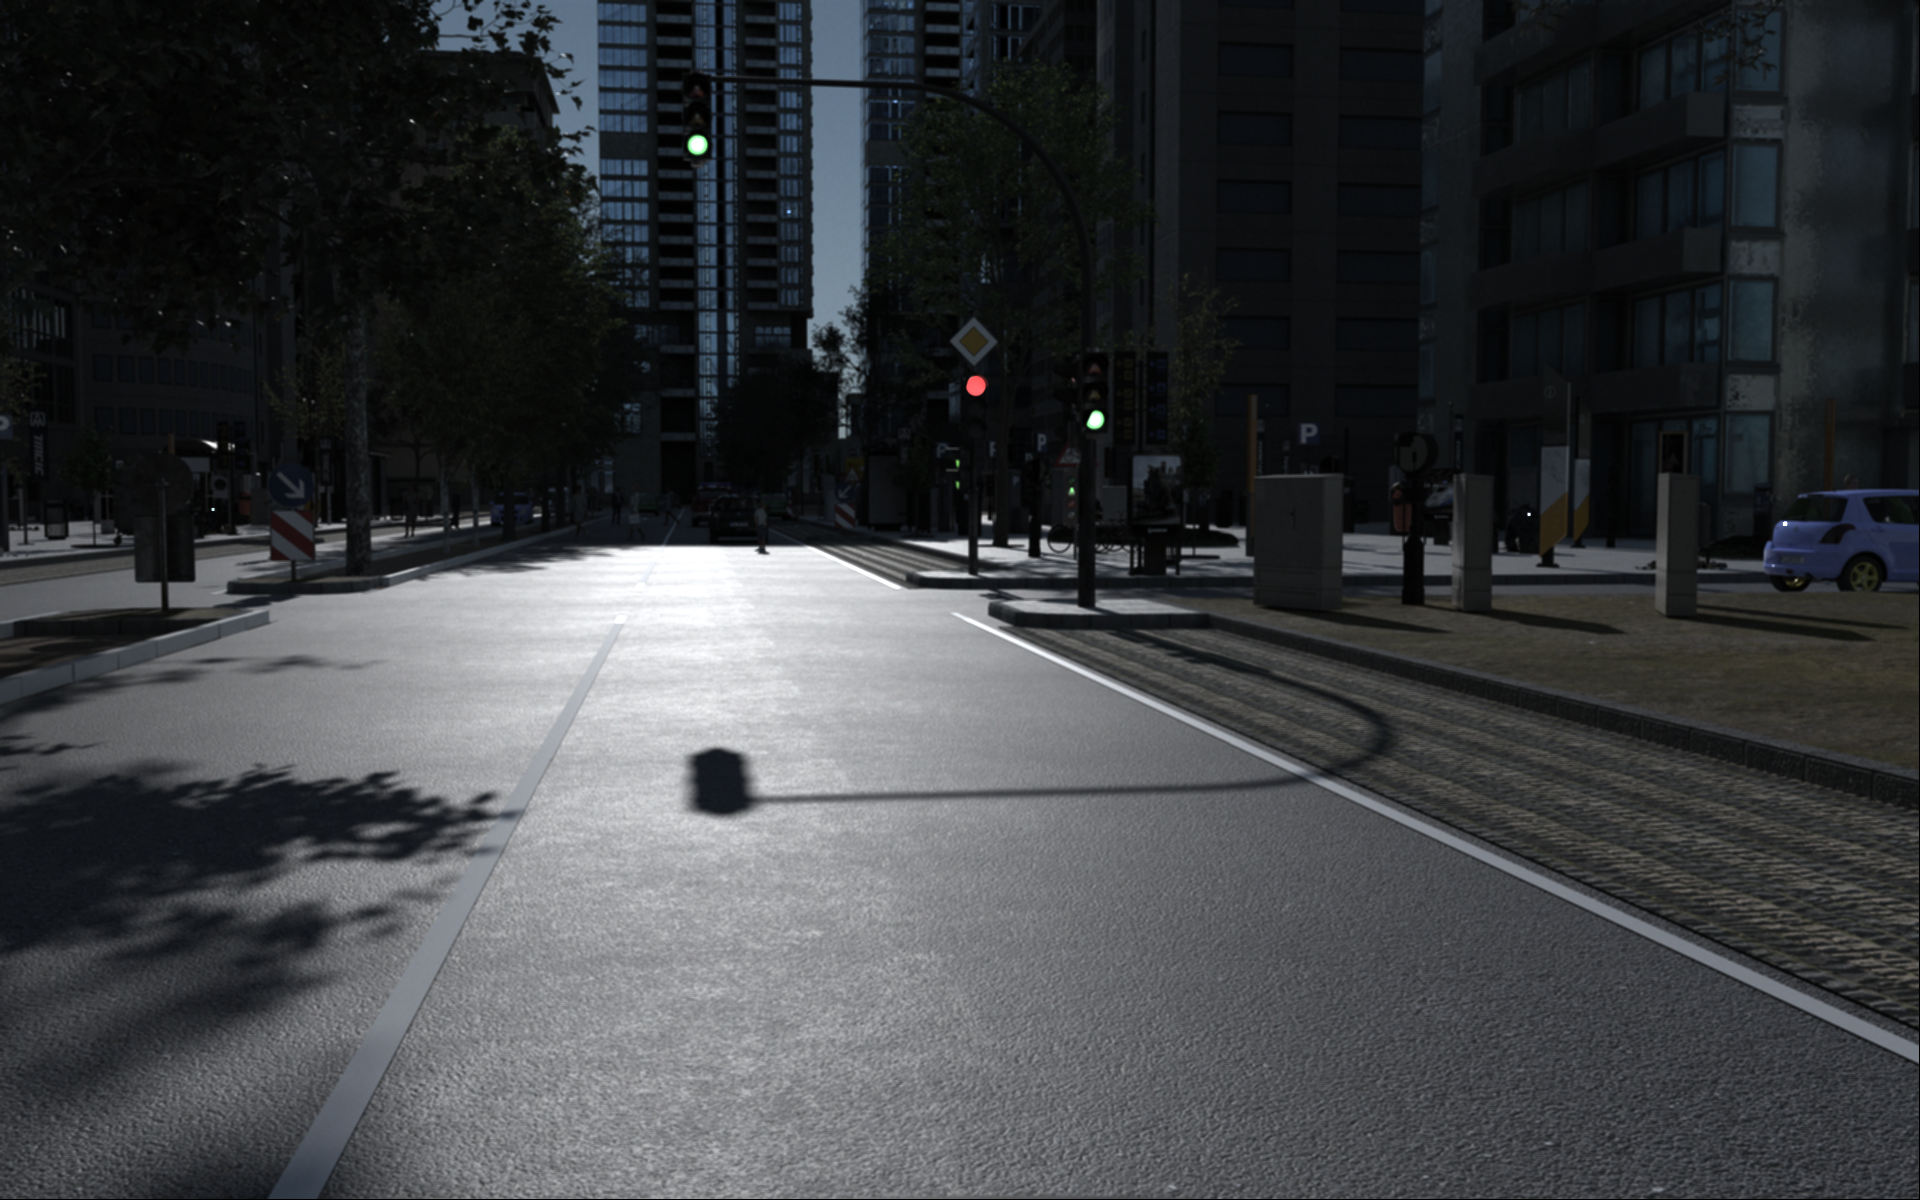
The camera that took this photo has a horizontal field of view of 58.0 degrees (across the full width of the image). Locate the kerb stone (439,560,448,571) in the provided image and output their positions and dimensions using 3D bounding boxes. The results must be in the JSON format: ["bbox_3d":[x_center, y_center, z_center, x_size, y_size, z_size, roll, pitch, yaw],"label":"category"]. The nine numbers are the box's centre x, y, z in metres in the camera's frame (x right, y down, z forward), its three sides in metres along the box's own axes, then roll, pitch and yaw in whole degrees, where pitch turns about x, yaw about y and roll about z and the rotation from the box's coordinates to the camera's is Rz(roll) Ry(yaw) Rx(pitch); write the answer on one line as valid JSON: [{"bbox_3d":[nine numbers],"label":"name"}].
[{"bbox_3d":[-9.756,-0.622,32.370,0.120,0.150,1.000,-1,4,-9],"label":"kerb stone"}]

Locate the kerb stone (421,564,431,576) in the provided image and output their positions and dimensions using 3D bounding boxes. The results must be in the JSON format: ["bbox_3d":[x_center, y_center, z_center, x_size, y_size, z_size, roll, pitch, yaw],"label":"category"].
[{"bbox_3d":[-9.440,-0.498,30.334,0.120,0.150,1.000,-1,4,-9],"label":"kerb stone"}]

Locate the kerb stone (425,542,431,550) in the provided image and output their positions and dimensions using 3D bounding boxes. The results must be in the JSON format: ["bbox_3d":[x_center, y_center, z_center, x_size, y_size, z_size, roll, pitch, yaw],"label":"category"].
[{"bbox_3d":[-13.702,-1.345,44.181,0.120,0.150,1.000,-1,4,-9],"label":"kerb stone"}]

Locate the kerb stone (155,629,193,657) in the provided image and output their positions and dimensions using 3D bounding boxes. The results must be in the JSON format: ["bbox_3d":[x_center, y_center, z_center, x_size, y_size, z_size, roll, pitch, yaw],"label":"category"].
[{"bbox_3d":[-7.160,0.401,15.640,0.120,0.150,1.000,-1,4,-9],"label":"kerb stone"}]

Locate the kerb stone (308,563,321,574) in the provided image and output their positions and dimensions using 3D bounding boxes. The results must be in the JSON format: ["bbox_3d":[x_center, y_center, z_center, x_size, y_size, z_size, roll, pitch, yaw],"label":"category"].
[{"bbox_3d":[-11.665,-0.539,31.014,0.120,0.150,1.000,-1,4,-9],"label":"kerb stone"}]

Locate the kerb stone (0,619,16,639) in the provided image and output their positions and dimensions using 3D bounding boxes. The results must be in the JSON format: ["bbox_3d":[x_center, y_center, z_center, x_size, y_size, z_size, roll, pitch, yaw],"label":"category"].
[{"bbox_3d":[-9.545,0.297,17.334,0.120,0.150,1.000,-1,4,-9],"label":"kerb stone"}]

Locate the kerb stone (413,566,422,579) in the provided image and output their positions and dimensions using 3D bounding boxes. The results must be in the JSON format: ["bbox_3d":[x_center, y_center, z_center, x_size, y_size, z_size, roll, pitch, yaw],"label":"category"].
[{"bbox_3d":[-9.285,-0.434,29.313,0.120,0.150,1.000,-1,4,-9],"label":"kerb stone"}]

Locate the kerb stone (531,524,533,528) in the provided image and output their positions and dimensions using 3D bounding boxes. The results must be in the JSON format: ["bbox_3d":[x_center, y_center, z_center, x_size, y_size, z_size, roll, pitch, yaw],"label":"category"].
[{"bbox_3d":[-18.087,-3.081,72.564,0.120,0.150,1.000,-1,4,-9],"label":"kerb stone"}]

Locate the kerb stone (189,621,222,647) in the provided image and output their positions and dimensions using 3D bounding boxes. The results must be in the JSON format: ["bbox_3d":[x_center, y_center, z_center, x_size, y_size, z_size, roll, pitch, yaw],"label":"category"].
[{"bbox_3d":[-7.323,0.342,16.650,0.120,0.150,1.000,-1,4,-9],"label":"kerb stone"}]

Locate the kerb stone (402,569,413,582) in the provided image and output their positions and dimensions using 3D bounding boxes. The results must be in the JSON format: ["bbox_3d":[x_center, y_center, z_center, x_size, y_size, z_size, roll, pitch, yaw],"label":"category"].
[{"bbox_3d":[-9.121,-0.373,28.298,0.120,0.150,1.000,-1,4,-9],"label":"kerb stone"}]

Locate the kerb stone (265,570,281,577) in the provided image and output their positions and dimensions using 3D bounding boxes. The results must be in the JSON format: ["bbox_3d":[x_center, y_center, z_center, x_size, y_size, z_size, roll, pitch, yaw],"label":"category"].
[{"bbox_3d":[-11.202,-0.354,27.982,0.120,0.150,1.000,-1,4,-9],"label":"kerb stone"}]

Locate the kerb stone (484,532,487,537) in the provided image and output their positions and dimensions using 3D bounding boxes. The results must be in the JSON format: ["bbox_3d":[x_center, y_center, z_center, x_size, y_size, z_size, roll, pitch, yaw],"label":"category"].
[{"bbox_3d":[-15.589,-2.085,56.356,0.120,0.150,1.000,-1,4,-9],"label":"kerb stone"}]

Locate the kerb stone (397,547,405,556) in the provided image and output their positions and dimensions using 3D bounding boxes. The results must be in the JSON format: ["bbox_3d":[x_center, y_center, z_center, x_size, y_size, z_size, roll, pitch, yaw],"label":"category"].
[{"bbox_3d":[-13.073,-1.097,40.129,0.120,0.150,1.000,-1,4,-9],"label":"kerb stone"}]

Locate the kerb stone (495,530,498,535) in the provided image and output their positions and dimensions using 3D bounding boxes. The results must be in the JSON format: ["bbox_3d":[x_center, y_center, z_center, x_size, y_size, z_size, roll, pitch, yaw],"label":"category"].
[{"bbox_3d":[-16.051,-2.275,59.391,0.120,0.150,1.000,-1,4,-9],"label":"kerb stone"}]

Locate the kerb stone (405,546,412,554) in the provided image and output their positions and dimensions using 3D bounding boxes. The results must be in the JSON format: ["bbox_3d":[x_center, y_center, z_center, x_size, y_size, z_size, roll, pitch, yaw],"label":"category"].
[{"bbox_3d":[-13.229,-1.158,41.143,0.120,0.150,1.000,-1,4,-9],"label":"kerb stone"}]

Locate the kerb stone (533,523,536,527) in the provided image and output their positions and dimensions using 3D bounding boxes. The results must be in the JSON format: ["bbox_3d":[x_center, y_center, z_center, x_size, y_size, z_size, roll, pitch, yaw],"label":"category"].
[{"bbox_3d":[-18.244,-3.143,73.587,0.120,0.150,1.000,-1,4,-9],"label":"kerb stone"}]

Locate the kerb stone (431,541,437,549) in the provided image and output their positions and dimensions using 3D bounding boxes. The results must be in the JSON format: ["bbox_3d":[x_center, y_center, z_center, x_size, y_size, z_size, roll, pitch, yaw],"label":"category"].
[{"bbox_3d":[-13.859,-1.407,45.204,0.120,0.150,1.000,-1,4,-9],"label":"kerb stone"}]

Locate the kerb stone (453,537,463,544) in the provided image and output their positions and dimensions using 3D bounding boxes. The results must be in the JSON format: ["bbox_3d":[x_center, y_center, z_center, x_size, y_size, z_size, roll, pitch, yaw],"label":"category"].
[{"bbox_3d":[-14.635,-1.716,50.264,0.120,0.150,1.000,-1,4,-9],"label":"kerb stone"}]

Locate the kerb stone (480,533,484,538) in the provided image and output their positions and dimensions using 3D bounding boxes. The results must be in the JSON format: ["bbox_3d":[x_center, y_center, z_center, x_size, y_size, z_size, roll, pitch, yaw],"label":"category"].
[{"bbox_3d":[-15.430,-2.028,55.346,0.120,0.150,1.000,-1,4,-9],"label":"kerb stone"}]

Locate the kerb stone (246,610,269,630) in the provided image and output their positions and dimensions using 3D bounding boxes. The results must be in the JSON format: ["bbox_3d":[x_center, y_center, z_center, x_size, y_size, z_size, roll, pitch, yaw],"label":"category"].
[{"bbox_3d":[-7.631,0.219,18.671,0.120,0.150,1.000,-1,4,-9],"label":"kerb stone"}]

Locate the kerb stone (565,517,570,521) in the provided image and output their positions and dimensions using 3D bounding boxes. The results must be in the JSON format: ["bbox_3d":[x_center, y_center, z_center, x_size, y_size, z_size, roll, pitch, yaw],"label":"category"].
[{"bbox_3d":[-21.843,-4.569,96.897,0.120,0.150,1.000,-1,4,-9],"label":"kerb stone"}]

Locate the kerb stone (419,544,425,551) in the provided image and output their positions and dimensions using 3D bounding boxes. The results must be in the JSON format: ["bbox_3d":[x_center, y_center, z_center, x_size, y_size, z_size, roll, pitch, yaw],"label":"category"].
[{"bbox_3d":[-13.545,-1.283,43.171,0.120,0.150,1.000,-1,4,-9],"label":"kerb stone"}]

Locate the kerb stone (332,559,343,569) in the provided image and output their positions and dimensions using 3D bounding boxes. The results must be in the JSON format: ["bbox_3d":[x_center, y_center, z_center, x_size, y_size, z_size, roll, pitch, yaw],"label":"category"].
[{"bbox_3d":[-11.979,-0.659,33.039,0.120,0.150,1.000,-1,4,-9],"label":"kerb stone"}]

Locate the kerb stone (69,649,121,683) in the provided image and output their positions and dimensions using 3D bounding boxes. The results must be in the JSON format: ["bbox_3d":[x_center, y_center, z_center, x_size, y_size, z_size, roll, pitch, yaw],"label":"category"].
[{"bbox_3d":[-6.848,0.525,13.616,0.120,0.150,1.000,-1,4,-9],"label":"kerb stone"}]

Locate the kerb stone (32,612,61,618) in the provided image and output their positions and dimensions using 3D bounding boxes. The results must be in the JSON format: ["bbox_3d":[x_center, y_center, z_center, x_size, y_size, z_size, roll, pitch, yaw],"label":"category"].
[{"bbox_3d":[-9.711,0.236,18.343,0.120,0.150,1.000,-1,4,-9],"label":"kerb stone"}]

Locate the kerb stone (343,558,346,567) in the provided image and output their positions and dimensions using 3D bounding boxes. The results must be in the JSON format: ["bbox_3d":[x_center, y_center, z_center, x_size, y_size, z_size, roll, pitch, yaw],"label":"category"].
[{"bbox_3d":[-12.133,-0.725,34.050,0.120,0.150,1.000,-1,4,-9],"label":"kerb stone"}]

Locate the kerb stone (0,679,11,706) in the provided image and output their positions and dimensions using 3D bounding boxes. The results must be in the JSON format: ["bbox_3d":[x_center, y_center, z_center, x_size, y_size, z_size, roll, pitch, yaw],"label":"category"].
[{"bbox_3d":[-6.540,0.653,11.596,0.120,0.150,1.000,-1,4,-9],"label":"kerb stone"}]

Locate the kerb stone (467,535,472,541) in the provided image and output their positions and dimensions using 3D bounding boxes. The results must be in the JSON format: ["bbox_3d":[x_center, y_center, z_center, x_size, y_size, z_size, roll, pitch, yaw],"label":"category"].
[{"bbox_3d":[-14.951,-1.841,52.299,0.120,0.150,1.000,-1,4,-9],"label":"kerb stone"}]

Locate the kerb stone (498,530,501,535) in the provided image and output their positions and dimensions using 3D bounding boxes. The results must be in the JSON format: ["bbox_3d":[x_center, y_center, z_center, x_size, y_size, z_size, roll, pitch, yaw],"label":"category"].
[{"bbox_3d":[-16.213,-2.337,60.401,0.120,0.150,1.000,-1,4,-9],"label":"kerb stone"}]

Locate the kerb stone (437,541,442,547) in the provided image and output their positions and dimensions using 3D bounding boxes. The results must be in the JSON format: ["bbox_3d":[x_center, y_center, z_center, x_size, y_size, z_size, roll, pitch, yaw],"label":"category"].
[{"bbox_3d":[-14.018,-1.469,46.214,0.120,0.150,1.000,-1,4,-9],"label":"kerb stone"}]

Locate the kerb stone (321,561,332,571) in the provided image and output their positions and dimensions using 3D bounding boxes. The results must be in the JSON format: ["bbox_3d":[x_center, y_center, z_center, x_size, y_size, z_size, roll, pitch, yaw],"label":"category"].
[{"bbox_3d":[-11.828,-0.601,32.028,0.120,0.150,1.000,-1,4,-9],"label":"kerb stone"}]

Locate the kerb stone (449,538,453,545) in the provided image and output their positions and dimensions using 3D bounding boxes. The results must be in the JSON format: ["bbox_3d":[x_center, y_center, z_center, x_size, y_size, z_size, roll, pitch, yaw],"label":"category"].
[{"bbox_3d":[-14.323,-1.590,48.243,0.120,0.150,1.000,-1,4,-9],"label":"kerb stone"}]

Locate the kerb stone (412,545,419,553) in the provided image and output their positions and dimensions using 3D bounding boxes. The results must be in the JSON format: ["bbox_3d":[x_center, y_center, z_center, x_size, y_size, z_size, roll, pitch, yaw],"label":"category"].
[{"bbox_3d":[-13.380,-1.221,42.162,0.120,0.150,1.000,-1,4,-9],"label":"kerb stone"}]

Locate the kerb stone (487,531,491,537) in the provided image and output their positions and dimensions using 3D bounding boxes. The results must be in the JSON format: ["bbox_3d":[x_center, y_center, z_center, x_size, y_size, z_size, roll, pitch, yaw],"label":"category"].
[{"bbox_3d":[-15.740,-2.145,57.367,0.120,0.150,1.000,-1,4,-9],"label":"kerb stone"}]

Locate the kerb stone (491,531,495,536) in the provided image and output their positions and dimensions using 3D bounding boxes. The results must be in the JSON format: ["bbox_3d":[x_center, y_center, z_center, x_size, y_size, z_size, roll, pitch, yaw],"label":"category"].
[{"bbox_3d":[-15.892,-2.211,58.381,0.120,0.150,1.000,-1,4,-9],"label":"kerb stone"}]

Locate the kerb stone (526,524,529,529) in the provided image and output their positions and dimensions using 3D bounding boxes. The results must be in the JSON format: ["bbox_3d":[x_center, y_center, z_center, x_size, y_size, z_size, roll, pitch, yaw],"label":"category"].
[{"bbox_3d":[-17.772,-2.953,70.542,0.120,0.150,1.000,-1,4,-9],"label":"kerb stone"}]

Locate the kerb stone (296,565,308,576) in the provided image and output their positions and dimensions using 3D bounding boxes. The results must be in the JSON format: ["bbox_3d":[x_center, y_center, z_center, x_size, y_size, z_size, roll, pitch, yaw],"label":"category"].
[{"bbox_3d":[-11.515,-0.477,30.002,0.120,0.150,1.000,-1,4,-9],"label":"kerb stone"}]

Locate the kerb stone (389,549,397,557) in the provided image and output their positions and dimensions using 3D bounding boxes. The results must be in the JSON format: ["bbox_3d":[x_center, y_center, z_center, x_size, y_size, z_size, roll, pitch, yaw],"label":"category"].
[{"bbox_3d":[-12.915,-1.033,39.116,0.120,0.150,1.000,-1,4,-9],"label":"kerb stone"}]

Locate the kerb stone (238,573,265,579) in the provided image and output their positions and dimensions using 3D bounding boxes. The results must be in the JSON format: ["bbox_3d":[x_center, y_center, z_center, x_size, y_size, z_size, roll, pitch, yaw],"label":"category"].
[{"bbox_3d":[-11.047,-0.292,26.971,0.120,0.150,1.000,-1,4,-9],"label":"kerb stone"}]

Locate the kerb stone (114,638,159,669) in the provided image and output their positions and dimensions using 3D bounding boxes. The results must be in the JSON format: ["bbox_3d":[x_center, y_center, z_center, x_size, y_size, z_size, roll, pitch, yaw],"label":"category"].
[{"bbox_3d":[-7.004,0.463,14.630,0.120,0.150,1.000,-1,4,-9],"label":"kerb stone"}]

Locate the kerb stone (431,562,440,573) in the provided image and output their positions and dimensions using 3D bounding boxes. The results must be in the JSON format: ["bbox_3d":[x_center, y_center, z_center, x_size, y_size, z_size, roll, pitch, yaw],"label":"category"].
[{"bbox_3d":[-9.600,-0.560,31.356,0.120,0.150,1.000,-1,4,-9],"label":"kerb stone"}]

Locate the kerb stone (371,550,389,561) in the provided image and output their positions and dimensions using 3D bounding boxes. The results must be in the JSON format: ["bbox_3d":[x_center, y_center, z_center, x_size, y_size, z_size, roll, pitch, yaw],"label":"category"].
[{"bbox_3d":[-12.759,-0.971,38.106,0.120,0.150,1.000,-1,4,-9],"label":"kerb stone"}]

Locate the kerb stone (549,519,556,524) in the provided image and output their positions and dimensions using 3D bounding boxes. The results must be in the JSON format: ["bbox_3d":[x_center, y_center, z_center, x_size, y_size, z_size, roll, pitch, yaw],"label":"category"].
[{"bbox_3d":[-20.132,-3.882,85.751,0.120,0.150,1.000,-1,4,-9],"label":"kerb stone"}]

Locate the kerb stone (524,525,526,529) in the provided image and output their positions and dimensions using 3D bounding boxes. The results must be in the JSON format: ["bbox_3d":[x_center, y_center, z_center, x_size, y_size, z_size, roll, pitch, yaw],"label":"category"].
[{"bbox_3d":[-17.620,-2.888,69.530,0.120,0.150,1.000,-1,4,-9],"label":"kerb stone"}]

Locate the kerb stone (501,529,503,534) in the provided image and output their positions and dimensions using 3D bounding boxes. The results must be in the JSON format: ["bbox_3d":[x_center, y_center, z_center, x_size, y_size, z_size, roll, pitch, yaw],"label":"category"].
[{"bbox_3d":[-16.361,-2.393,61.413,0.120,0.150,1.000,-1,4,-9],"label":"kerb stone"}]

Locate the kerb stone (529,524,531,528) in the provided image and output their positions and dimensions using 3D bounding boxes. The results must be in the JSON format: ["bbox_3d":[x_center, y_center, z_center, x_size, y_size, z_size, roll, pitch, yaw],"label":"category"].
[{"bbox_3d":[-17.936,-3.018,71.553,0.120,0.150,1.000,-1,4,-9],"label":"kerb stone"}]

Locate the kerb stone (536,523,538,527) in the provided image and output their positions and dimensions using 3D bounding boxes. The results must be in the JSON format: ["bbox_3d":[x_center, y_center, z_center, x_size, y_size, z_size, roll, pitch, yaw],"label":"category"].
[{"bbox_3d":[-18.405,-3.205,74.597,0.120,0.150,1.000,-1,4,-9],"label":"kerb stone"}]

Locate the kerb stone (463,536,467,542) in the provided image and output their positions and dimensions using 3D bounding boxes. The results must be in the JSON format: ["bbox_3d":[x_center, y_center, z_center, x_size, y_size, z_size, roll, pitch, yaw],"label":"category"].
[{"bbox_3d":[-14.801,-1.779,51.280,0.120,0.150,1.000,-1,4,-9],"label":"kerb stone"}]

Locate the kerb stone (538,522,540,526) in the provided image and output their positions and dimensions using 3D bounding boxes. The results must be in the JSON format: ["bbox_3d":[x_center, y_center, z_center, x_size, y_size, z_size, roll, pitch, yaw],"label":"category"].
[{"bbox_3d":[-18.563,-3.267,75.607,0.120,0.150,1.000,-1,4,-9],"label":"kerb stone"}]

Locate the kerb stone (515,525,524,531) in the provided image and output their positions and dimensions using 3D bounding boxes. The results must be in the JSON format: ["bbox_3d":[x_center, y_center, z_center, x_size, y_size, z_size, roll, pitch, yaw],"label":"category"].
[{"bbox_3d":[-17.460,-2.833,68.519,0.120,0.150,1.000,-1,4,-9],"label":"kerb stone"}]

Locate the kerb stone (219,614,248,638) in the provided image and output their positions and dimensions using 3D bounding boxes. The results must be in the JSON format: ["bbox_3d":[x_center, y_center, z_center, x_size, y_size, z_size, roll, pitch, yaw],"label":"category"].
[{"bbox_3d":[-7.474,0.277,17.660,0.120,0.150,1.000,-1,4,-9],"label":"kerb stone"}]

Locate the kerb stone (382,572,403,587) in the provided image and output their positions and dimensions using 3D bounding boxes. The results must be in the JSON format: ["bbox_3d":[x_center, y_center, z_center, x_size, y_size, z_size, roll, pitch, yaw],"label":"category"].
[{"bbox_3d":[-8.966,-0.311,27.288,0.120,0.150,1.000,-1,4,-9],"label":"kerb stone"}]

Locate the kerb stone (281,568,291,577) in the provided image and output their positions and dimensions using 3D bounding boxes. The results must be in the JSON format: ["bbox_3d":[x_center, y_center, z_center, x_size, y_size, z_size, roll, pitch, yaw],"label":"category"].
[{"bbox_3d":[-11.359,-0.412,28.992,0.120,0.150,1.000,-1,4,-9],"label":"kerb stone"}]

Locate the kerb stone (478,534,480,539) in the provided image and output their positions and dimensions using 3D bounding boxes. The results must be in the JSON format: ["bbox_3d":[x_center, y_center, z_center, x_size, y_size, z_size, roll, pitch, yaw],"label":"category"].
[{"bbox_3d":[-15.270,-1.966,54.333,0.120,0.150,1.000,-1,4,-9],"label":"kerb stone"}]

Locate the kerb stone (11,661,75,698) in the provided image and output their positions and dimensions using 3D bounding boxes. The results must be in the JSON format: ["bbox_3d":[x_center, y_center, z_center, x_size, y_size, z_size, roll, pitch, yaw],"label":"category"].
[{"bbox_3d":[-6.700,0.587,12.605,0.120,0.150,1.000,-1,4,-9],"label":"kerb stone"}]
